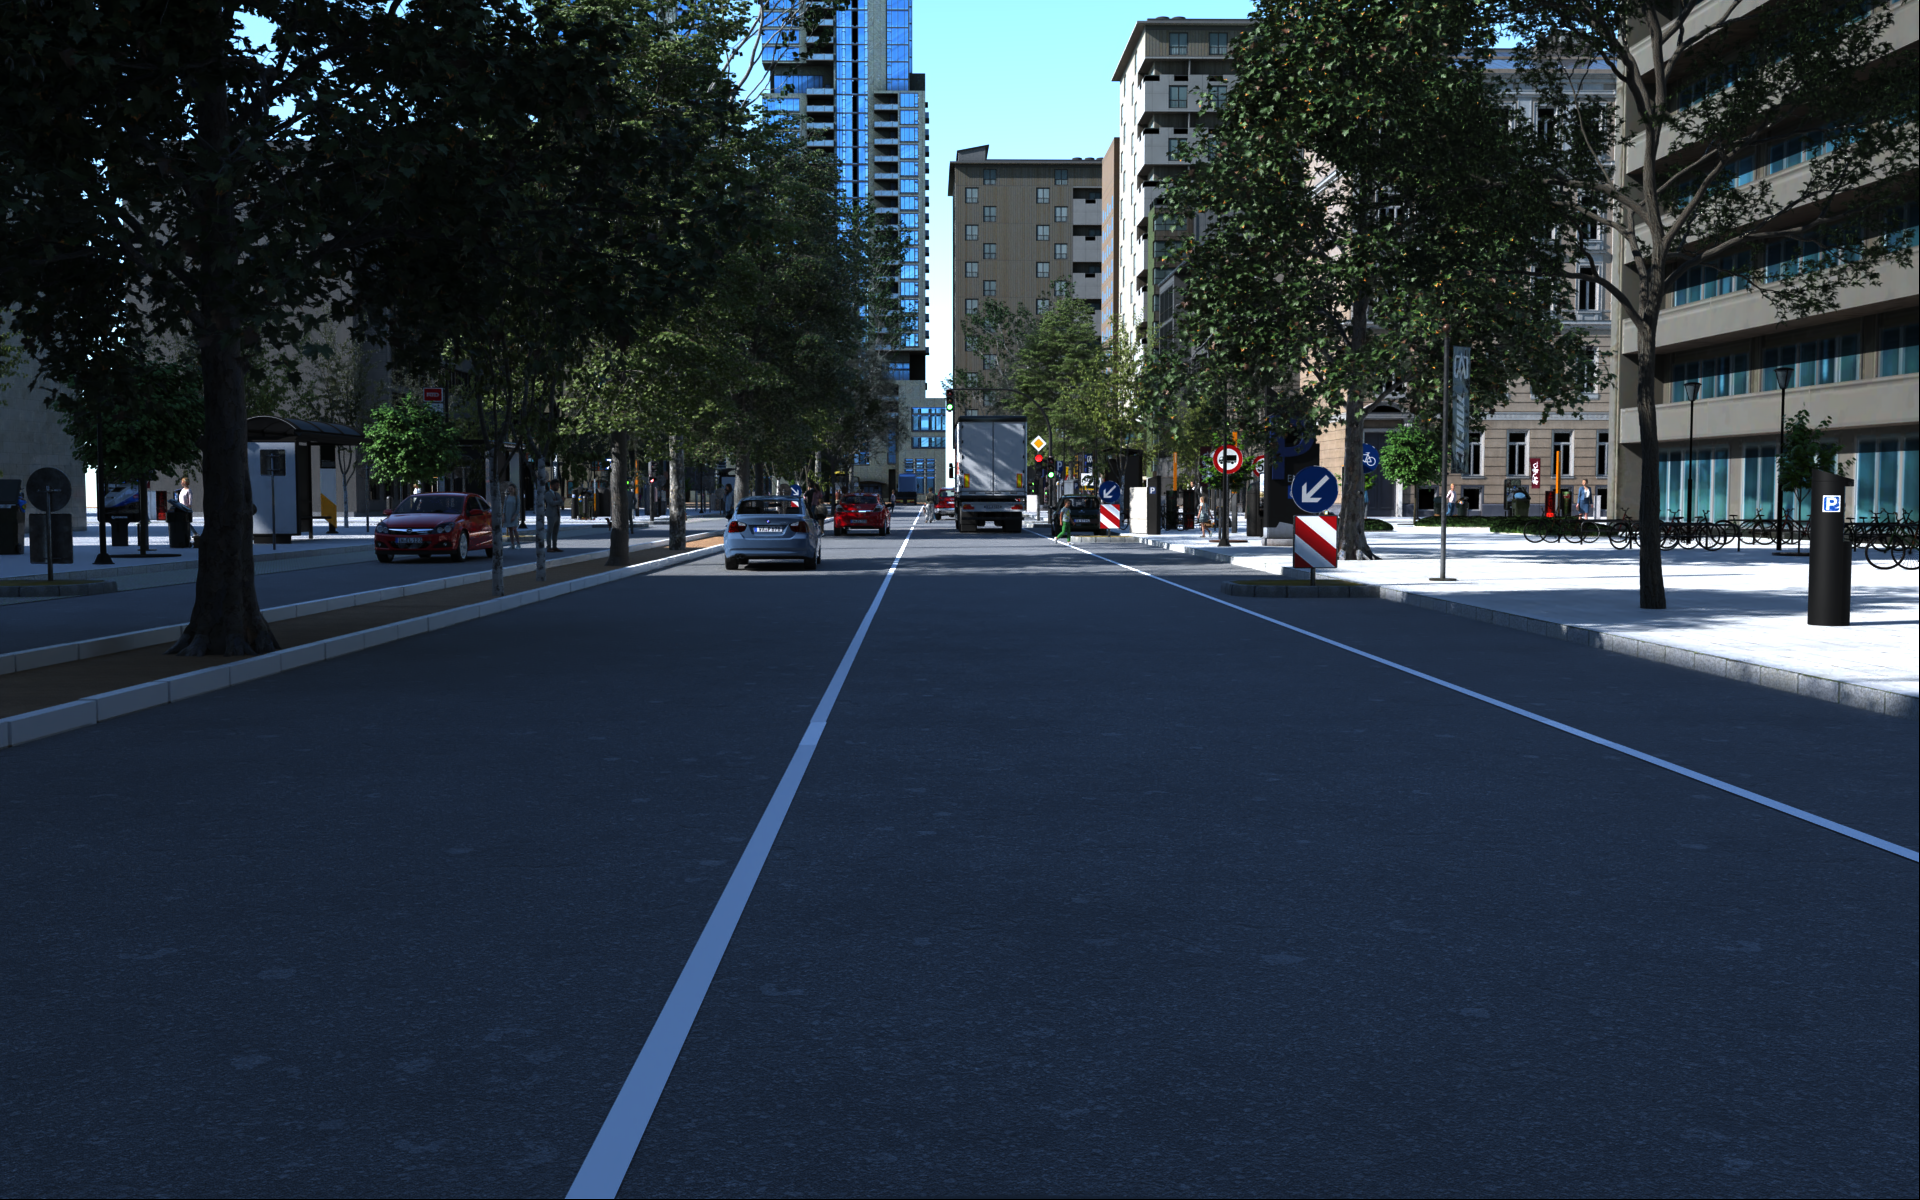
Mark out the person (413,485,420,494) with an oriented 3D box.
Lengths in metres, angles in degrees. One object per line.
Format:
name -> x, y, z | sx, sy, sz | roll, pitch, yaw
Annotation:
person -> -26.758, -4.825, 85.163 | 0.641, 1.798, 0.478 | -1, 4, -18

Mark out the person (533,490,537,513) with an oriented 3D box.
person -> -28.280, -6.730, 116.183 | 0.850, 1.850, 0.679 | 2, 4, 24

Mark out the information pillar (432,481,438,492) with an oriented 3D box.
information pillar -> -22.598, -4.302, 74.828 | 0.304, 2.012, 0.304 | 1, 4, 15

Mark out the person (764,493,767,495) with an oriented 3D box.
person -> -14.303, -7.146, 127.936 | 0.503, 1.515, 0.523 | -1, 4, -20

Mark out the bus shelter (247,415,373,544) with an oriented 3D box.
bus shelter -> -17.872, -3.256, 47.159 | 2.014, 3.302, 5.546 | 0, 4, -1

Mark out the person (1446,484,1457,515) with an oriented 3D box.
person -> 21.259, -4.202, 75.416 | 0.598, 1.740, 0.731 | 3, 4, 37

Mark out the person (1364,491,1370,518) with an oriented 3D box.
person -> 19.227, -4.689, 82.571 | 0.638, 1.841, 0.748 | -2, 4, -31

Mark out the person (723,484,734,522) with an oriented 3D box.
person -> -7.877, -3.129, 59.930 | 0.793, 1.790, 0.793 | 1, 4, 11

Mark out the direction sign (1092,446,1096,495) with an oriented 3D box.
direction sign -> 6.376, -5.514, 82.144 | 0.379, 3.537, 0.876 | 1, 4, 16

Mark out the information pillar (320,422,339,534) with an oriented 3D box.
information pillar -> -20.471, -3.963, 56.145 | 0.504, 3.616, 0.183 | -3, 4, -37

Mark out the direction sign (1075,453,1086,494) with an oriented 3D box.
direction sign -> 6.667, -6.321, 95.345 | 0.876, 3.537, 0.379 | 3, 5, 40

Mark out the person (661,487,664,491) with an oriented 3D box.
person -> -21.297, -7.188, 123.792 | 0.641, 1.798, 0.478 | 1, 4, 15

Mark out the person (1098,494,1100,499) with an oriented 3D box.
person -> 14.709, -10.738, 182.408 | 0.742, 1.727, 0.445 | 1, 4, 8

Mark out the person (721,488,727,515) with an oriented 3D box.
person -> -15.614, -6.517, 115.151 | 0.391, 1.810, 0.635 | 1, 4, 22

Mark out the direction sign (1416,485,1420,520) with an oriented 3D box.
direction sign -> 22.720, -5.746, 85.940 | 0.379, 3.537, 0.876 | 1, 4, 10

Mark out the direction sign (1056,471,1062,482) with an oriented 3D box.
direction sign -> 8.954, -10.138, 157.750 | 0.379, 3.537, 0.876 | 3, 5, 43

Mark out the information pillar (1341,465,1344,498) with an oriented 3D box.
information pillar -> 9.909, -2.428, 44.193 | 0.304, 2.012, 0.304 | 0, 4, 1

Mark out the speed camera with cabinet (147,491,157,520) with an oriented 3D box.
speed camera with cabinet -> -40.426, -5.583, 85.624 | 0.660, 3.252, 2.038 | 3, 4, 36

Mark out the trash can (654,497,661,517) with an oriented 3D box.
trash can -> -17.035, -5.215, 96.914 | 0.748, 1.137, 0.748 | 0, 3, 0

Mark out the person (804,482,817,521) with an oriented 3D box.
person -> -5.797, -3.680, 68.033 | 0.648, 1.900, 0.474 | -3, 5, -44

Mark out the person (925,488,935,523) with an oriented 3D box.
person -> -1.497, -4.757, 86.834 | 0.519, 1.759, 0.362 | -1, 4, -10

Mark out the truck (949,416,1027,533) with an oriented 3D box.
truck -> 1.057, -4.813, 67.604 | 2.839, 4.237, 11.283 | 0, 4, -1

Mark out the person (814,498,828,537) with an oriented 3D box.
person -> -4.647, -2.760, 57.894 | 0.475, 1.303, 0.640 | -2, 4, -28

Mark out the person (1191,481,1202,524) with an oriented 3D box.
person -> 10.052, -4.198, 74.456 | 0.755, 1.850, 0.659 | -1, 4, -21

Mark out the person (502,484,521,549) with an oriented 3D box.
person -> -11.638, -2.174, 45.045 | 0.512, 1.701, 0.522 | 1, 4, 11

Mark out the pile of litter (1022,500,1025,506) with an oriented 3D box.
pile of litter -> 5.523, -7.818, 141.792 | 1.176, 0.858, 1.719 | -2, 4, -28

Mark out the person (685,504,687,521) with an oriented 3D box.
person -> -14.843, -5.135, 92.708 | 0.529, 1.795, 0.600 | -2, 4, -30

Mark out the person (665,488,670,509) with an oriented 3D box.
person -> -24.837, -8.646, 147.383 | 0.573, 1.828, 0.580 | 3, 5, 43

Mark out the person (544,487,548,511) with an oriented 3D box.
person -> -29.352, -7.126, 122.464 | 0.656, 1.842, 0.836 | -1, 4, -16

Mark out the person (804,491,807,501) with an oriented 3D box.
person -> -14.357, -9.303, 161.537 | 0.436, 1.711, 0.756 | 0, 4, 5

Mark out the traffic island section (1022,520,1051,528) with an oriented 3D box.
traffic island section -> 3.765, -3.698, 82.751 | 2.009, 0.180, 2.903 | 0, 4, -1

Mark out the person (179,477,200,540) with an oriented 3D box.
person -> -21.382, -2.527, 48.037 | 0.731, 1.740, 0.598 | 2, 4, 33

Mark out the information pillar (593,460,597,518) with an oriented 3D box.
information pillar -> -19.875, -6.292, 94.235 | 0.183, 3.616, 0.504 | -1, 4, -12

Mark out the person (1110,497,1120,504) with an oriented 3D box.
person -> 6.335, -3.920, 70.397 | 0.793, 1.790, 0.793 | 1, 4, 18

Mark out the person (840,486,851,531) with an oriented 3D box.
person -> -4.542, -3.545, 67.053 | 0.643, 1.750, 0.593 | 0, 4, 5

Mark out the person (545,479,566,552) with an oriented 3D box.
person -> -9.974, -2.083, 42.746 | 0.466, 1.800, 0.511 | 1, 4, 11

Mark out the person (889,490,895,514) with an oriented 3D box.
person -> -4.977, -7.104, 125.320 | 0.598, 1.740, 0.731 | 0, 4, -1

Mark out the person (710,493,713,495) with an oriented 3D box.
person -> -32.862, -13.481, 229.650 | 0.628, 1.438, 0.799 | 1, 4, 9

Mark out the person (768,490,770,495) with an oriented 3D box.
person -> -22.353, -11.914, 201.782 | 0.436, 1.711, 0.756 | 0, 4, 6

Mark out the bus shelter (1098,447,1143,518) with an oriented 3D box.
bus shelter -> 8.252, -5.982, 89.084 | 1.731, 3.624, 6.357 | 0, 4, -1

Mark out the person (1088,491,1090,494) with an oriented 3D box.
person -> 12.273, -9.735, 166.155 | 0.436, 1.711, 0.756 | 3, 5, 41

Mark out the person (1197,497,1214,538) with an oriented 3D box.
person -> 7.201, -2.445, 51.026 | 0.382, 1.210, 0.505 | 3, 5, 43

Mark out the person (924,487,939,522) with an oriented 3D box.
person -> -1.460, -4.936, 89.558 | 0.721, 1.781, 0.623 | 0, 4, 4

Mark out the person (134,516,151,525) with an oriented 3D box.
person -> -33.860, -3.980, 71.707 | 0.643, 1.750, 0.593 | -1, 4, -19

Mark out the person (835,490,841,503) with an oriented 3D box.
person -> -10.587, -8.707, 150.827 | 0.573, 1.828, 0.580 | 2, 4, 32

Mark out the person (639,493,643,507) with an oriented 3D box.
person -> -31.697, -9.910, 171.301 | 0.991, 1.433, 0.599 | 3, 4, 37

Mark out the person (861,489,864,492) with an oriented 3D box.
person -> -7.216, -7.459, 130.730 | 0.573, 1.790, 0.520 | 0, 4, -2

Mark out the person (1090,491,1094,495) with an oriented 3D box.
person -> 13.156, -10.254, 173.711 | 0.705, 1.822, 1.348 | -1, 4, -23

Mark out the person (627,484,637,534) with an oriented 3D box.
person -> -11.975, -3.290, 62.392 | 0.635, 1.810, 0.391 | -3, 5, -43

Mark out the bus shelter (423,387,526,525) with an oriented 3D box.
bus shelter -> -19.086, -5.509, 67.706 | 2.179, 5.291, 8.768 | 0, 4, -1

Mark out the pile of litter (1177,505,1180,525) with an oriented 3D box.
pile of litter -> 8.849, -3.628, 73.286 | 1.176, 0.858, 1.719 | -1, 4, -10

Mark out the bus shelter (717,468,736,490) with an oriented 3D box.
bus shelter -> -17.969, -8.769, 137.299 | 2.014, 3.302, 5.546 | 0, 4, -1

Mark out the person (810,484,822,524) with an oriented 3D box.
person -> -5.453, -3.481, 65.431 | 0.555, 1.821, 0.388 | 2, 4, 30

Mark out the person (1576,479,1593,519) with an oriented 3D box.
person -> 22.024, -3.365, 61.076 | 0.581, 1.822, 0.654 | 1, 4, 13

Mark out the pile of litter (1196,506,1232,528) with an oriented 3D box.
pile of litter -> 9.690, -3.195, 66.197 | 1.719, 0.858, 1.176 | -2, 4, -27

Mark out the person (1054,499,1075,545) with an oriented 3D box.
person -> 2.974, -2.232, 49.237 | 0.590, 1.304, 0.306 | 2, 4, 23

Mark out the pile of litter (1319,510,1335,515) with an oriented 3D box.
pile of litter -> 10.784, -2.188, 49.743 | 1.176, 0.858, 1.719 | 0, 4, 4

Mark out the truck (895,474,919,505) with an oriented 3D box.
truck -> -6.884, -14.273, 223.128 | 2.967, 4.110, 18.799 | 0, 4, -1
